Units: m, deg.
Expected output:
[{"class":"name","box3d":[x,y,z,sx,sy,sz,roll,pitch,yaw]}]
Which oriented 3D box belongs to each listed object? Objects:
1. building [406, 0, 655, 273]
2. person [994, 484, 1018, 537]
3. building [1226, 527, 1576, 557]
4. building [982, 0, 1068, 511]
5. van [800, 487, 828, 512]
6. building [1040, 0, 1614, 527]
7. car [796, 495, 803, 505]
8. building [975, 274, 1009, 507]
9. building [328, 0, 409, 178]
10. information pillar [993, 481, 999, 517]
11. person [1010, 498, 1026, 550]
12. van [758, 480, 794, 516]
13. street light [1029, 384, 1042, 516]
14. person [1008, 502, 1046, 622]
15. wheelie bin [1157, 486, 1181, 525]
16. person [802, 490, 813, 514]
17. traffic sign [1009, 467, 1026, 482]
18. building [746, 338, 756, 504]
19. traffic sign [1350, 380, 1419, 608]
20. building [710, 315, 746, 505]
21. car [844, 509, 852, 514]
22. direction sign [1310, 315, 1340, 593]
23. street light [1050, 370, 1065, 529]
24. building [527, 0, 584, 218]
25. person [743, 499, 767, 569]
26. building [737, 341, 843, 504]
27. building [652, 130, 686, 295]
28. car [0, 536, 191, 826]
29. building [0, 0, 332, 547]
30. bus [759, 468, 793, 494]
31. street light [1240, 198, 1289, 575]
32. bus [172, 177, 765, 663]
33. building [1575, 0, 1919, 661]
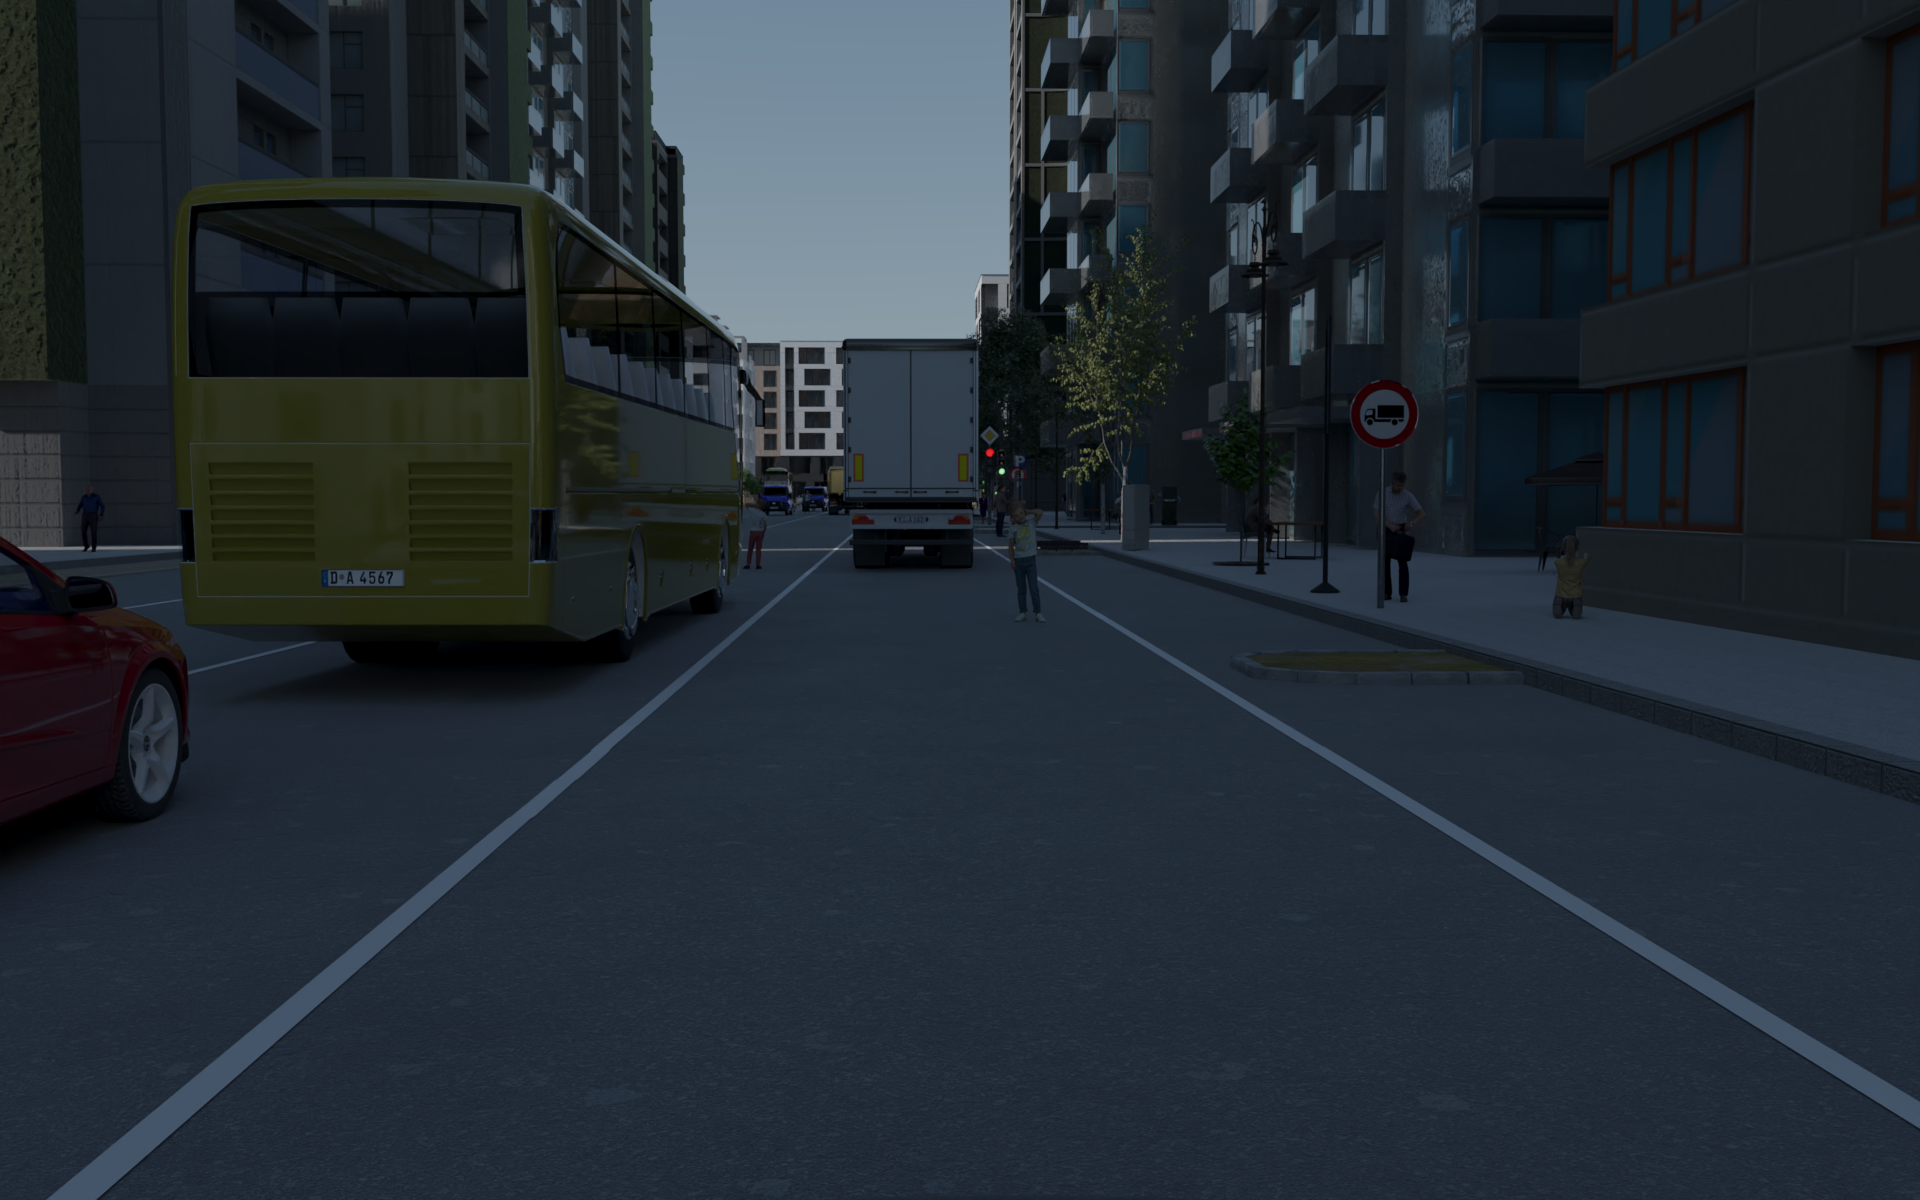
[{"class":"building","box3d":[-29.633,-26.852,122.618,14.154,41.232,14.086,0,4,-2]},{"class":"person","box3d":[1.542,-2.993,57.968,0.750,1.759,0.617,-1,4,-11]},{"class":"building","box3d":[19.350,-26.130,46.832,23.786,49.044,30.456,0,4,-2]},{"class":"building","box3d":[12.358,-42.382,131.202,20.563,71.187,20.611,0,4,-2]},{"class":"van","box3d":[-11.917,-8.446,142.470,2.240,2.365,5.245,0,4,-1]},{"class":"building","box3d":[19.176,-28.418,84.237,30.456,49.044,23.786,0,4,-2]},{"class":"car","box3d":[-19.893,-12.766,221.087,2.083,1.381,4.827,0,4,-2]},{"class":"building","box3d":[15.341,-20.419,177.818,27.936,21.610,32.646,0,4,-2]},{"class":"building","box3d":[-27.581,-24.067,77.088,14.154,41.232,14.086,0,4,-2]},{"class":"information pillar","box3d":[2.041,-5.553,95.276,0.304,2.012,0.304,-3,5,-39]},{"class":"person","box3d":[1.464,-1.883,43.203,0.435,1.345,0.340,0,4,-4]},{"class":"van","box3d":[-12.331,-6.868,116.673,2.240,2.365,5.245,0,4,-1]},{"class":"street light","box3d":[3.193,-6.118,72.822,0.468,5.910,1.993,0,4,-2]},{"class":"person","box3d":[0.753,-0.431,19.453,0.435,1.345,0.340,0,4,4]},{"class":"wheelie bin","box3d":[8.541,-3.860,71.020,0.980,1.594,0.693,0,4,2]},{"class":"person","box3d":[-11.227,-7.231,127.444,0.841,1.734,0.376,1,4,11]},{"class":"traffic sign","box3d":[2.656,-4.863,79.617,0.768,2.556,0.104,0,4,6]},{"class":"building","box3d":[-31.218,-21.797,212.806,11.380,20.091,16.016,0,4,-2]},{"class":"traffic sign","box3d":[4.730,-1.180,19.400,0.768,2.556,0.104,0,4,0]},{"class":"building","box3d":[-32.640,-20.511,191.776,16.016,20.091,11.380,0,4,-2]},{"class":"car","box3d":[-7.605,-7.162,128.898,2.131,1.459,4.920,0,4,0]},{"class":"direction sign","box3d":[4.751,-1.861,22.430,0.379,3.537,0.876,1,4,9]},{"class":"street light","box3d":[3.536,-5.531,63.216,0.468,5.910,1.993,0,4,-2]},{"class":"building","box3d":[-34.280,-29.344,99.388,23.786,49.044,30.456,0,4,-2]},{"class":"person","box3d":[-3.925,-1.266,33.116,0.435,1.345,0.340,-1,4,-16]},{"class":"building","box3d":[-26.567,-24.491,244.396,32.646,21.610,27.936,0,4,-2]},{"class":"building","box3d":[-29.621,-22.368,137.423,14.160,30.474,14.107,0,4,-2]},{"class":"car","box3d":[-4.355,0.170,6.261,2.155,1.783,4.494,0,4,-3]},{"class":"building","box3d":[-34.049,-31.053,49.723,28.212,58.520,21.231,0,4,-2]},{"class":"bus","box3d":[-17.390,-10.632,165.387,2.896,3.916,12.252,0,4,-4]},{"class":"street light","box3d":[4.801,-3.345,27.471,0.468,5.910,1.993,0,4,-2]},{"class":"bus","box3d":[-4.034,-1.591,17.556,2.896,3.916,12.252,0,4,-1]},{"class":"building","box3d":[21.465,-9.818,5.565,27.650,21.520,28.899,0,4,-2]}]
